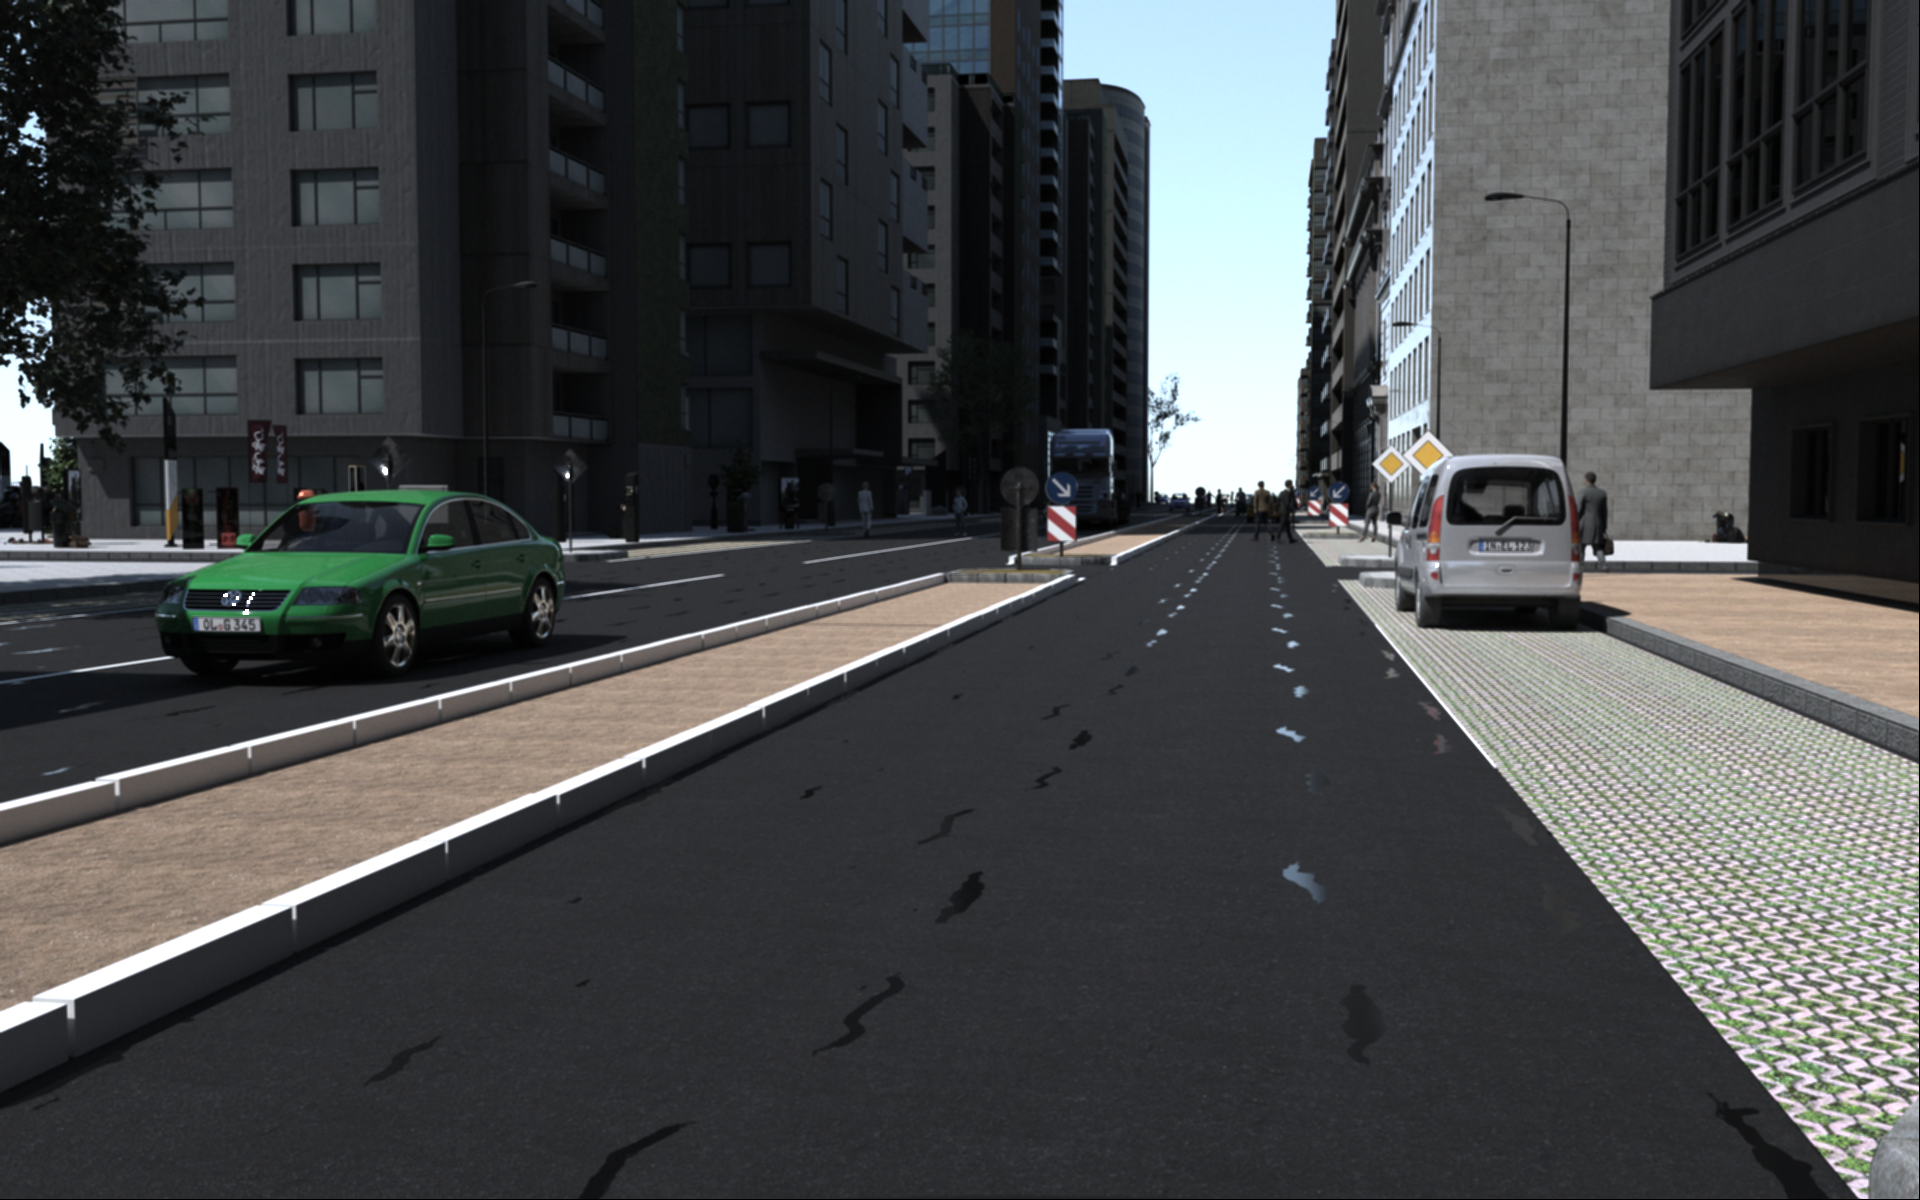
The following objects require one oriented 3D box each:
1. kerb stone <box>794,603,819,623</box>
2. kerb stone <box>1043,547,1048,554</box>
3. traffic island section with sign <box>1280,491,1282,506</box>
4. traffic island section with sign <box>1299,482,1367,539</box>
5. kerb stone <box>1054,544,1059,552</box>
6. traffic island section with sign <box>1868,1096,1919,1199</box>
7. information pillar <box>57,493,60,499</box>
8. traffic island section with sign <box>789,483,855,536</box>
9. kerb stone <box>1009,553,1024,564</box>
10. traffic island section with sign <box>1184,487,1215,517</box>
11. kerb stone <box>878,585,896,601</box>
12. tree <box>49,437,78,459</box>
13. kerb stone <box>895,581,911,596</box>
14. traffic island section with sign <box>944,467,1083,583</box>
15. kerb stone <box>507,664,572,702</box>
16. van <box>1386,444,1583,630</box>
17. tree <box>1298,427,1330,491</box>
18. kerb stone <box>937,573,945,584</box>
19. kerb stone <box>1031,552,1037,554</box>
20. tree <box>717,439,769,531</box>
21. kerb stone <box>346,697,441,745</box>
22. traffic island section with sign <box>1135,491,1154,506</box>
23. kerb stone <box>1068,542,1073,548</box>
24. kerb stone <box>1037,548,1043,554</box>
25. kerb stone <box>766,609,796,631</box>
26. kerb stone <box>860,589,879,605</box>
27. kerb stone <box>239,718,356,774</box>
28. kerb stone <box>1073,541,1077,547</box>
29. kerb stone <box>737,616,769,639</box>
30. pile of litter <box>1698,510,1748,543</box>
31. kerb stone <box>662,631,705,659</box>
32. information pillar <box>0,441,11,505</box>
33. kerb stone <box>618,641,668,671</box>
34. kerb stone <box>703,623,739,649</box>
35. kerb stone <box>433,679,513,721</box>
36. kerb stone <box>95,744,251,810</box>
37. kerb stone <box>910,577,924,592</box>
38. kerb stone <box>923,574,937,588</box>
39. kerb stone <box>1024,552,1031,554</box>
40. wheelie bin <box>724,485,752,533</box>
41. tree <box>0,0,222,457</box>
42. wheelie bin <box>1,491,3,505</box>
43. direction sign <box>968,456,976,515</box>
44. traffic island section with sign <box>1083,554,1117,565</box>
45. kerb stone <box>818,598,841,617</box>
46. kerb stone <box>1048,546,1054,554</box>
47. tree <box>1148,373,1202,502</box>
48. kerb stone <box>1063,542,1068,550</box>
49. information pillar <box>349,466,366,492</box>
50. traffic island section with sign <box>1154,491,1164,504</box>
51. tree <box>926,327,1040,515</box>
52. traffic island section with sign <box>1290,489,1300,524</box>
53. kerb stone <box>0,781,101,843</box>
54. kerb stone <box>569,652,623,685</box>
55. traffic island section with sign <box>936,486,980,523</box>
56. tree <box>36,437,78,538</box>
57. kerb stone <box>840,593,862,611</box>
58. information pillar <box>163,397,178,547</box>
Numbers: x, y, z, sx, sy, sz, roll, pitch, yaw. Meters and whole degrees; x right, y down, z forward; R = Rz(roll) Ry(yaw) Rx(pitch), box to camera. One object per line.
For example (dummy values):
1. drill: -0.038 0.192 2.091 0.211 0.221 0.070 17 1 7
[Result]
1. kerb stone: -1.795 0.169 19.437 0.120 0.150 1.000 1 4 10
2. kerb stone: 1.869 -1.101 40.189 0.120 0.150 1.000 1 4 10
3. traffic island section with sign: 25.745 -7.631 133.397 1.989 1.847 2.006 1 4 10
4. traffic island section with sign: 12.084 -2.892 55.916 1.989 1.847 2.006 1 4 10
5. kerb stone: 2.225 -1.224 42.208 0.120 0.150 1.000 1 4 10
6. traffic island section with sign: 2.713 0.356 2.802 1.989 1.847 2.006 1 4 10
7. information pillar: -49.072 -5.484 94.148 0.304 2.012 0.304 -2 4 -25
8. traffic island section with sign: -4.714 -3.147 60.086 1.989 1.847 2.006 1 4 10
9. kerb stone: 1.150 -0.850 36.126 0.120 0.150 1.000 1 4 10
10. traffic island section with sign: 15.220 -6.224 109.901 2.006 1.907 1.989 1 4 10
11. kerb stone: -1.070 -0.076 23.480 0.120 0.150 1.000 1 4 10
12. tree: -36.649 -5.486 73.417 4.285 4.588 4.351 0 3 0
13. kerb stone: -0.895 -0.136 24.487 0.120 0.150 1.000 1 4 10
14. traffic island section with sign: 0.887 -1.252 28.604 2.006 1.907 1.989 1 4 10
15. kerb stone: -3.038 0.602 12.355 0.120 0.150 1.000 1 4 10
16. van: 5.917 -0.775 19.678 2.013 2.044 4.112 1 4 10
17. tree: 39.347 -14.773 191.908 4.360 8.622 3.978 0 3 0
18. kerb stone: -0.369 -0.326 27.524 0.120 0.150 1.000 1 4 10
19. kerb stone: 1.516 -0.976 38.158 0.120 0.150 1.000 1 4 10
20. tree: -7.760 -4.040 60.658 1.663 3.219 1.824 0 3 0
21. kerb stone: -3.397 0.726 10.322 0.120 0.150 1.000 1 4 10
22. traffic island section with sign: 23.041 -12.779 217.558 1.989 1.847 2.006 1 4 10
23. kerb stone: 2.767 -1.403 45.249 0.120 0.150 1.000 1 4 10
24. kerb stone: 1.698 -1.039 39.181 0.120 0.150 1.000 1 4 10
25. kerb stone: -1.968 0.230 18.429 0.120 0.150 1.000 1 4 10
26. kerb stone: -1.257 -0.017 22.474 0.120 0.150 1.000 1 4 10
27. kerb stone: -3.577 0.788 9.313 0.120 0.150 1.000 1 4 10
28. kerb stone: 2.943 -1.472 46.255 0.120 0.150 1.000 1 4 10
29. kerb stone: -2.148 0.293 17.405 0.120 0.150 1.000 1 4 10
30. pile of litter: 20.386 -1.949 45.838 1.176 0.858 1.719 -1 4 -11
31. kerb stone: -2.510 0.416 15.386 0.120 0.150 1.000 1 4 10
32. information pillar: -42.339 -5.227 76.813 0.183 3.616 0.504 1 4 20
33. kerb stone: -2.677 0.478 14.378 0.120 0.150 1.000 1 4 10
34. kerb stone: -2.324 0.357 16.392 0.120 0.150 1.000 1 4 10
35. kerb stone: -3.217 0.664 11.337 0.120 0.150 1.000 1 4 10
36. kerb stone: -3.755 0.850 8.298 0.120 0.150 1.000 1 4 10
37. kerb stone: -0.719 -0.202 25.494 0.120 0.150 1.000 1 4 10
38. kerb stone: -0.544 -0.263 26.504 0.120 0.150 1.000 1 4 10
39. kerb stone: 1.334 -0.914 37.143 0.120 0.150 1.000 1 4 10
40. wheelie bin: -7.427 -3.052 57.812 0.980 1.594 0.693 0 4 4
41. tree: -14.132 -6.391 21.493 9.611 12.733 9.660 0 3 0
42. wheelie bin: -38.736 -3.851 70.876 0.980 1.594 0.693 1 4 21
43. direction sign: 0.744 -6.860 104.154 0.379 3.537 0.876 -2 4 -31
44. traffic island section with sign: 2.183 -1.698 35.897 2.006 1.907 1.989 1 4 10
45. kerb stone: -1.613 0.110 20.443 0.120 0.150 1.000 1 4 10
46. kerb stone: 2.044 -1.162 41.196 0.120 0.150 1.000 1 4 10
47. tree: 31.184 -25.246 268.662 12.611 20.169 13.585 0 3 0
48. kerb stone: 2.581 -1.345 44.237 0.120 0.150 1.000 1 4 10
49. information pillar: -15.607 -2.471 44.896 0.304 2.012 0.304 2 4 35
50. traffic island section with sign: 27.798 -14.428 244.529 1.989 1.847 2.006 1 4 10
51. tree: 1.412 -11.197 108.822 9.928 11.665 9.643 0 3 0
52. traffic island section with sign: 16.970 -4.588 83.647 1.989 1.847 2.006 1 4 10
53. kerb stone: -3.931 0.920 7.280 0.120 0.150 1.000 1 4 10
54. kerb stone: -2.857 0.540 13.362 0.120 0.150 1.000 1 4 10
55. traffic island section with sign: -0.030 -4.771 86.632 1.989 1.847 2.006 1 4 10
56. tree: -26.398 -3.452 51.044 1.663 3.219 1.824 0 3 0
57. kerb stone: -1.425 0.045 21.456 0.120 0.150 1.000 1 4 10
58. information pillar: -19.157 -3.100 42.036 0.183 3.616 0.504 0 3 0
